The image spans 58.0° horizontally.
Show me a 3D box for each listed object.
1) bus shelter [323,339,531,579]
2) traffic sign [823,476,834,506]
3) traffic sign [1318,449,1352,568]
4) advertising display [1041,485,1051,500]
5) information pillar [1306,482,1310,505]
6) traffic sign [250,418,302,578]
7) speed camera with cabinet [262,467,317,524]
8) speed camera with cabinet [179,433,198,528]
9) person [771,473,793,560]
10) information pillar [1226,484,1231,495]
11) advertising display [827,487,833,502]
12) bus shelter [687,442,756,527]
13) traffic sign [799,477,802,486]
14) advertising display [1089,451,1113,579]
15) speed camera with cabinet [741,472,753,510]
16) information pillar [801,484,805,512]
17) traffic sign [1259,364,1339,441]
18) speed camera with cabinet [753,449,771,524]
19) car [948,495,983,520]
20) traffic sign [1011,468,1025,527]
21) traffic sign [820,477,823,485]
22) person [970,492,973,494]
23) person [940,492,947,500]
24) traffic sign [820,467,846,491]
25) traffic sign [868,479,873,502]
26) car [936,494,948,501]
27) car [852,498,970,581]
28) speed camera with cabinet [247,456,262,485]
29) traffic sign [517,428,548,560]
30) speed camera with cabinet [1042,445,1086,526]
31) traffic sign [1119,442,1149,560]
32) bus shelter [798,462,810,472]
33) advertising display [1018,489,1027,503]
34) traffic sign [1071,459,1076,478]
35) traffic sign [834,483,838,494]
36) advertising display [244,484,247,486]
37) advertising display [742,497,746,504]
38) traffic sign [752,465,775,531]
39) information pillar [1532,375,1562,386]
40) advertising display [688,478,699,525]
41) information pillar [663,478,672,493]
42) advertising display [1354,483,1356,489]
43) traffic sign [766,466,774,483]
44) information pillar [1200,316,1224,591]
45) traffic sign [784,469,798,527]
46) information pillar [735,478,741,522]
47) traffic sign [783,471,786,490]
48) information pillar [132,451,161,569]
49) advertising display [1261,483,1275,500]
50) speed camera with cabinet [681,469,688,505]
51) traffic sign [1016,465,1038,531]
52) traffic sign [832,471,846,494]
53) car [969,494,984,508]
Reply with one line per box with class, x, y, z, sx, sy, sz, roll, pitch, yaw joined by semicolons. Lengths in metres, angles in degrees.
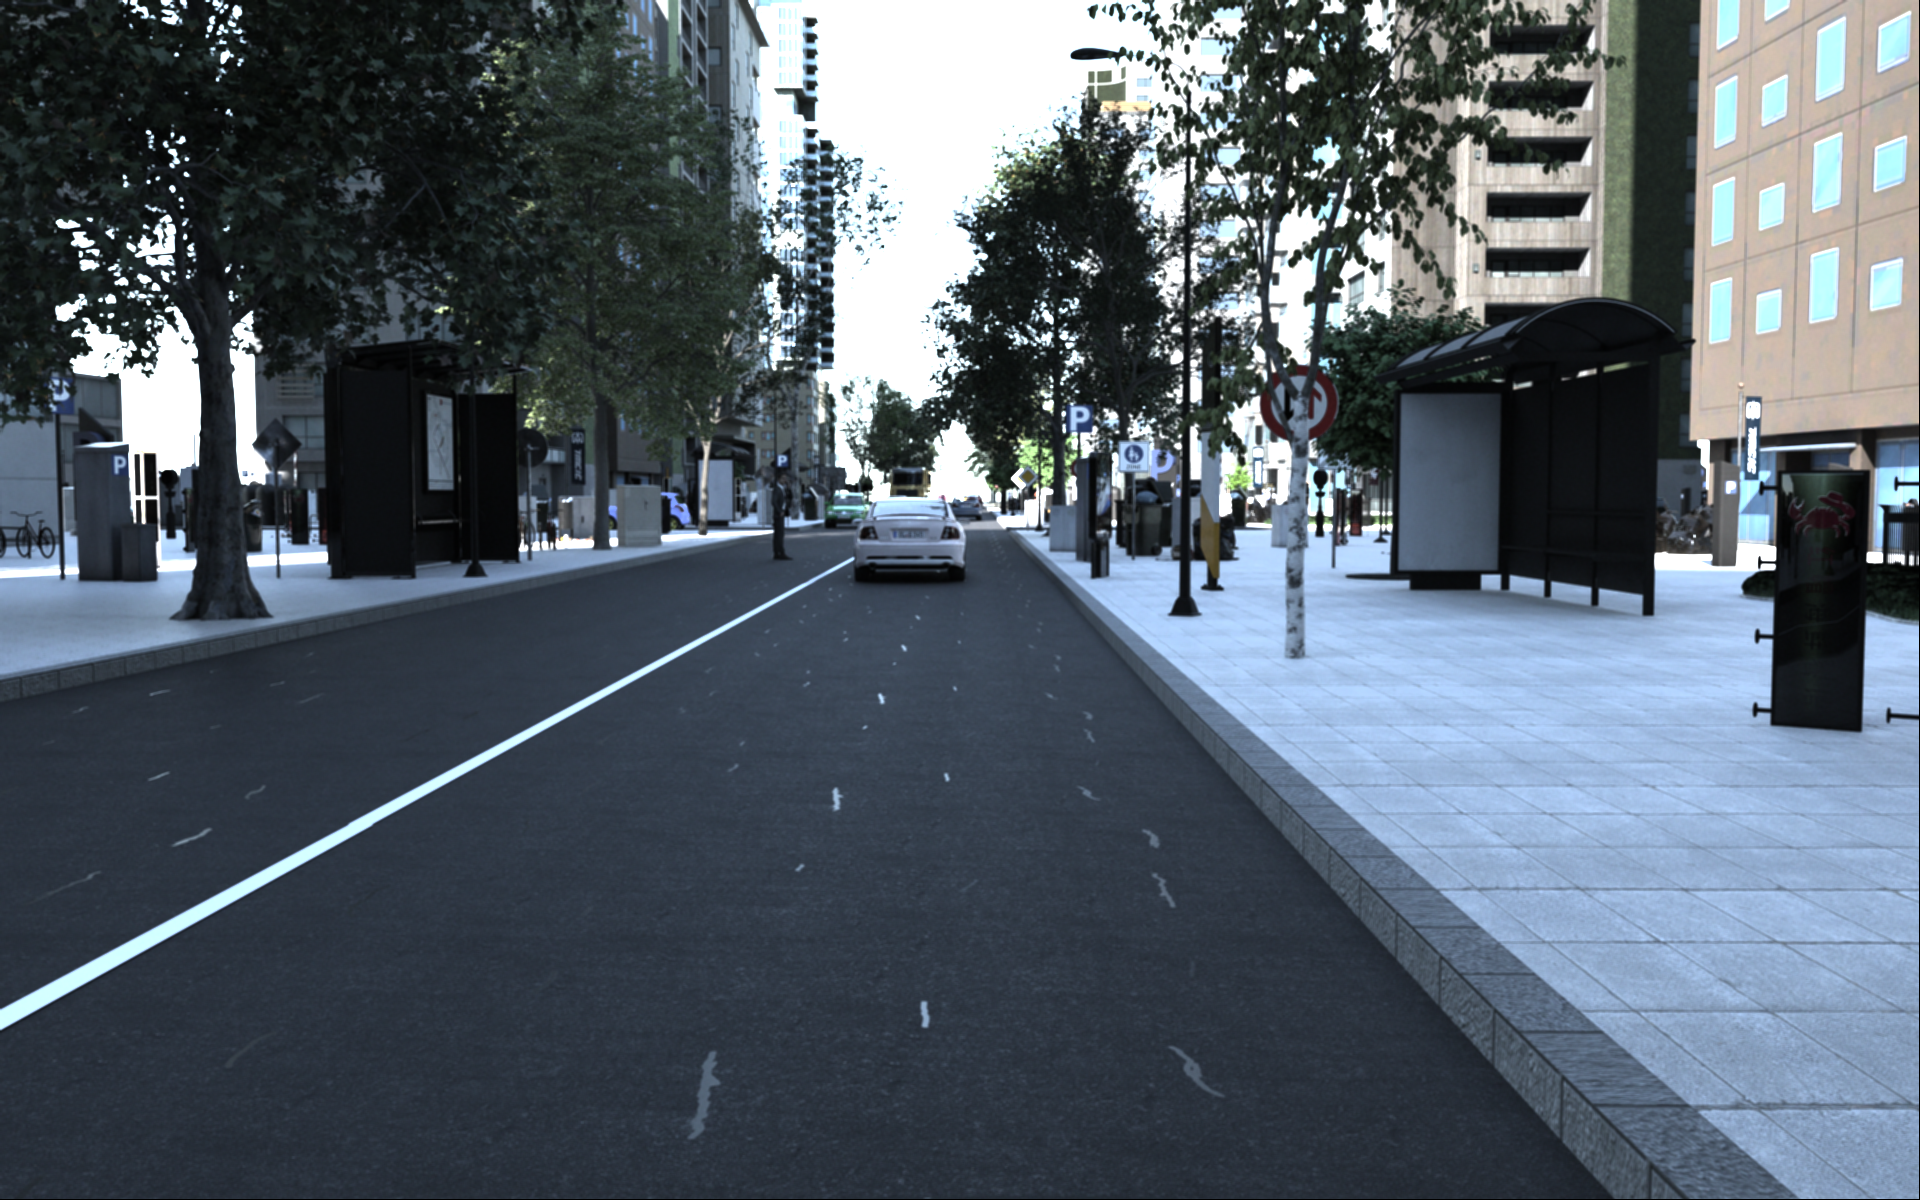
bus shelter;-8.741;-2.318;29.178;1.731;3.624;6.357;0;4;1
traffic sign;-7.470;-5.885;98.355;0.606;2.300;0.079;0;4;2
traffic sign;6.496;-1.708;30.055;0.606;2.300;0.079;0;4;6
advertising display;4.513;-5.298;91.834;0.123;1.923;0.974;-2;4;-31
information pillar;21.145;-6.196;105.799;0.304;2.012;0.304;-1;4;-19
traffic sign;-10.429;-1.545;26.439;0.795;2.450;0.064;0;4;2
speed camera with cabinet;-28.887;-4.918;74.751;2.038;3.252;0.660;-1;4;-21
speed camera with cabinet;-25.305;-3.833;57.006;0.660;3.252;2.038;-1;4;-19
person;-3.885;-1.843;38.002;0.474;1.900;0.648;0;4;-2
information pillar;18.254;-6.914;117.529;0.304;2.012;0.304;-2;4;-28
advertising display;-8.376;-6.490;111.324;0.123;1.923;0.974;-1;4;-23
bus shelter;-9.594;-4.670;70.270;2.014;3.302;5.546;0;4;0
traffic sign;-11.419;-7.398;121.055;0.768;2.556;0.104;1;4;10
advertising display;2.161;-1.309;26.615;0.123;1.923;0.974;1;4;19
speed camera with cabinet;-16.851;-8.741;137.247;0.660;3.252;2.038;3;4;38
information pillar;-10.995;-7.157;121.502;0.304;2.012;0.304;0;4;-2
traffic sign;3.325;-1.037;17.065;0.768;2.556;0.104;0;4;5
speed camera with cabinet;-8.523;-4.940;75.097;0.660;3.252;2.038;0;4;-8
car;0.293;-5.112;95.580;2.014;1.417;4.499;0;4;-1
traffic sign;2.416;-3.944;68.120;0.795;2.450;0.064;0;4;0
traffic sign;-10.433;-7.805;127.719;0.768;2.556;0.104;1;4;8
person;1.666;-15.845;267.439;0.709;1.838;0.599;-3;4;-39
person;-2.261;-13.680;232.850;0.721;1.739;1.217;3;5;44
traffic sign;-9.551;-8.226;128.368;2.265;3.308;0.079;0;4;1
traffic sign;-7.084;-8.180;133.852;0.768;2.556;0.104;1;4;9
car;-3.151;-17.885;301.456;2.155;1.783;4.494;0;4;-1
car;-0.854;-1.080;30.015;2.083;1.381;4.827;0;4;-1
speed camera with cabinet;-37.250;-5.835;89.742;2.038;3.252;0.660;-1;4;-12
traffic sign;-8.325;-2.039;33.437;0.768;2.556;0.104;0;4;4
speed camera with cabinet;4.360;-4.649;70.339;2.038;3.252;0.660;2;4;25
traffic sign;3.367;-1.924;33.585;0.606;2.300;0.079;0;4;7
bus shelter;-10.388;-6.817;105.374;2.014;3.302;5.546;0;4;1
advertising display;4.961;-8.053;136.878;0.974;1.923;0.123;-3;4;-38
traffic sign;4.240;-3.688;60.408;0.768;2.556;0.104;0;4;1
traffic sign;-9.015;-7.642;125.054;0.768;2.556;0.104;1;4;8
advertising display;-44.105;-6.181;106.281;0.974;1.923;0.123;2;4;26
advertising display;-17.803;-8.380;142.227;0.123;1.923;0.974;-3;5;-43
traffic sign;-6.838;-3.461;60.225;0.795;2.450;0.064;0;4;0
information pillar;9.928;-2.323;29.328;0.504;3.616;0.183;1;4;18
advertising display;-10.970;-4.054;71.494;0.123;1.923;0.974;1;4;17
information pillar;-13.027;-4.450;77.256;0.304;2.012;0.304;1;4;18
advertising display;23.086;-5.824;100.437;0.974;1.923;0.123;-2;4;-34
traffic sign;-8.740;-4.824;78.978;0.768;2.556;0.104;0;4;2
information pillar;3.354;-1.944;23.135;0.183;3.616;0.504;-1;4;-14
traffic sign;-6.778;-3.949;68.209;0.795;2.450;0.064;0;4;0
information pillar;-10.230;-4.578;79.346;0.304;2.012;0.304;-3;4;-38
traffic sign;-9.834;-5.943;97.282;0.768;2.556;0.104;0;4;5
information pillar;-13.970;-1.545;29.757;0.304;2.012;0.304;2;4;35
advertising display;17.912;-5.847;100.817;0.974;1.923;0.123;-2;4;-30
speed camera with cabinet;-21.931;-8.890;139.686;0.660;3.252;2.038;1;4;11
traffic sign;2.356;-3.455;60.135;0.795;2.450;0.064;0;4;0
traffic sign;-6.741;-5.886;96.343;0.768;2.556;0.104;0;4;7
car;1.560;-10.780;185.288;2.155;1.783;4.494;0;4;0
